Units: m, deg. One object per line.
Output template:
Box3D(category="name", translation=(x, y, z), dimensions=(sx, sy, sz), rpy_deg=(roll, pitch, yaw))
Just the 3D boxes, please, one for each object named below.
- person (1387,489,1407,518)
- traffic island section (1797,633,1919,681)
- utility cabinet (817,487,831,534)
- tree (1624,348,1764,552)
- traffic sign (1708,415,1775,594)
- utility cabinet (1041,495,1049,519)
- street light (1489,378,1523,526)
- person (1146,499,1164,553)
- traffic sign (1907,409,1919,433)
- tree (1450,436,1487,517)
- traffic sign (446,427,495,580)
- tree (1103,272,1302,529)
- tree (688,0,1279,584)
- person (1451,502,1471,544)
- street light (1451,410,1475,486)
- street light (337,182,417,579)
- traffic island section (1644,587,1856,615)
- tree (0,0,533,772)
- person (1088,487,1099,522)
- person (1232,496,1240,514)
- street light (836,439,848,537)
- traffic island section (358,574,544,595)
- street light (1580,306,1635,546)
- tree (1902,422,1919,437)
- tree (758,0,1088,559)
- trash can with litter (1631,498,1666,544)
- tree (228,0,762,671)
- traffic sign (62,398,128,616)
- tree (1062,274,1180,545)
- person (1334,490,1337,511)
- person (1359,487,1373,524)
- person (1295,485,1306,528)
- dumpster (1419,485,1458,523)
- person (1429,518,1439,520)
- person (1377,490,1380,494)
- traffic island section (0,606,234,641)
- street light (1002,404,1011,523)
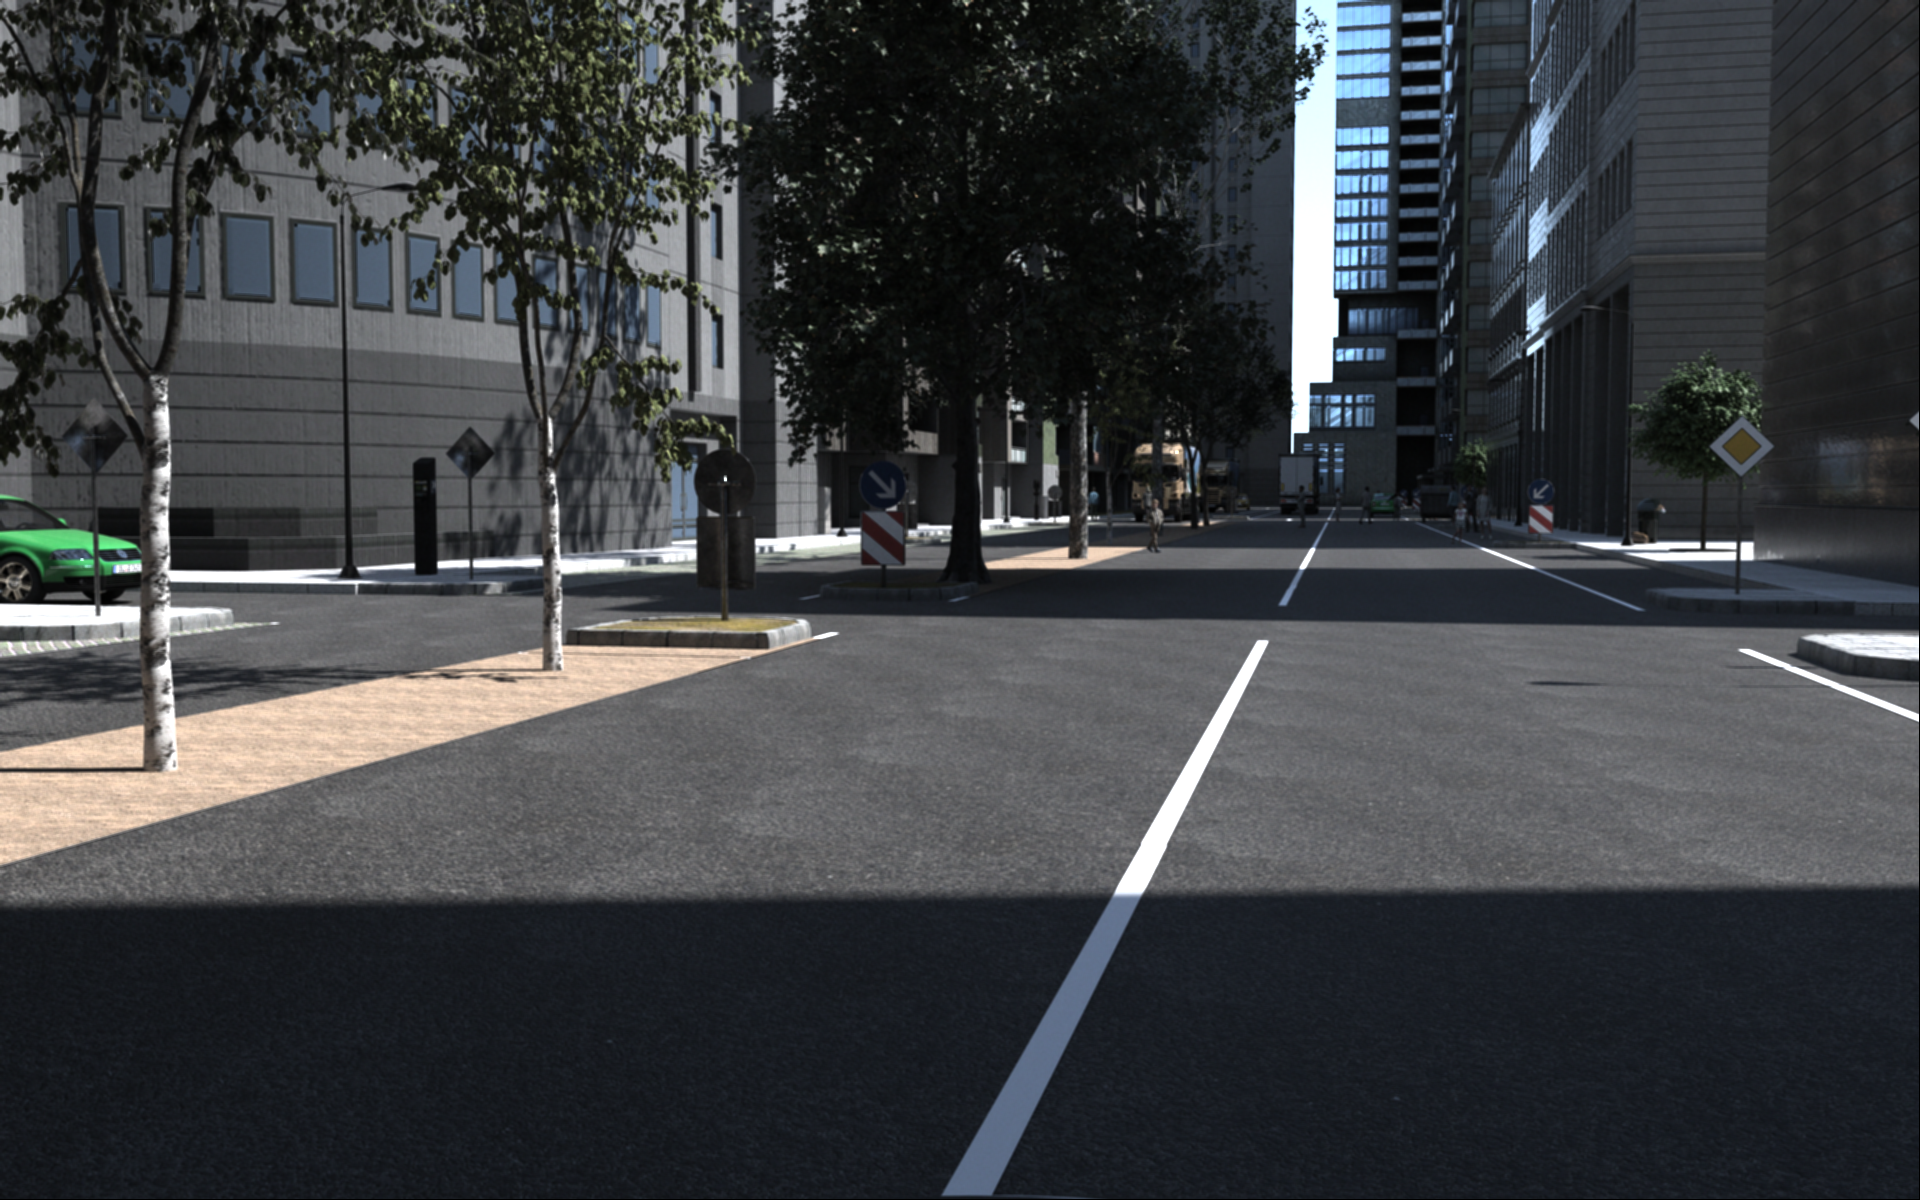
Box3D(category="person", translation=(26.118, -5.763, 103.547), dimensions=(1.217, 1.723, 0.721), rpy_deg=(0, 4, -5))
Box3D(category="traffic island section", translation=(8.251, 0.483, 14.380), dimensions=(2.009, 0.180, 2.903), rpy_deg=(1, 4, 12))
Box3D(category="utility cabinet", translation=(-4.631, -2.831, 54.970), dimensions=(1.173, 1.500, 0.318), rpy_deg=(3, 4, 36))
Box3D(category="tree", translation=(16.801, -3.374, 38.884), dimensions=(4.285, 4.588, 4.351), rpy_deg=(0, 3, 0))
Box3D(category="traffic sign", translation=(9.947, -1.129, 22.106), dimensions=(0.795, 2.450, 0.064), rpy_deg=(1, 4, 12))
Box3D(category="utility cabinet", translation=(4.411, -4.812, 89.833), dimensions=(0.306, 1.237, 1.020), rpy_deg=(0, 4, -6))
Box3D(category="street light", translation=(21.911, -5.934, 69.557), dimensions=(1.470, 5.913, 1.316), rpy_deg=(1, 4, 12))
Box3D(category="person", translation=(4.798, -1.820, 42.528), dimensions=(0.475, 1.303, 0.640), rpy_deg=(-2, 4, -32))
Box3D(category="traffic sign", translation=(8.226, -0.652, 14.308), dimensions=(0.795, 2.450, 0.064), rpy_deg=(1, 4, 12))
Box3D(category="tree", translation=(29.639, -7.036, 98.751), dimensions=(4.285, 4.588, 4.351), rpy_deg=(0, 3, 0))
Box3D(category="traffic sign", translation=(-7.328, -1.363, 25.926), dimensions=(0.795, 2.450, 0.064), rpy_deg=(1, 4, 12))
Box3D(category="tree", translation=(9.633, -8.176, 70.540), dimensions=(8.767, 10.594, 7.601), rpy_deg=(1, 4, 12))
Box3D(category="tree", translation=(0.123, -6.610, 27.546), dimensions=(9.611, 12.733, 9.660), rpy_deg=(0, 3, 0))
Box3D(category="person", translation=(14.356, -2.208, 49.617), dimensions=(0.505, 1.210, 0.382), rpy_deg=(0, 4, 4))
Box3D(category="street light", translation=(27.646, -7.498, 95.127), dimensions=(1.470, 5.913, 1.316), rpy_deg=(1, 4, 12))
Box3D(category="street light", translation=(-8.761, -3.273, 26.058), dimensions=(1.470, 5.913, 1.316), rpy_deg=(1, 4, 12))
Box3D(category="traffic island section", translation=(9.972, 0.006, 22.178), dimensions=(2.009, 0.180, 2.903), rpy_deg=(1, 4, 12))
Box3D(category="tree", translation=(-4.096, -3.431, 8.921), dimensions=(4.360, 8.622, 3.978), rpy_deg=(0, 3, 0))
Box3D(category="person", translation=(6.917, -4.936, 89.547), dimensions=(0.601, 1.785, 0.444), rpy_deg=(0, 4, -5))
Box3D(category="person", translation=(19.940, -7.092, 125.369), dimensions=(0.530, 1.710, 0.541), rpy_deg=(0, 4, -8))
Box3D(category="street light", translation=(-3.021, -4.846, 51.779), dimensions=(1.470, 5.913, 1.316), rpy_deg=(1, 4, 12))
Box3D(category="traffic island section", translation=(-7.352, -0.227, 25.993), dimensions=(2.009, 0.180, 2.903), rpy_deg=(1, 4, 12))
Box3D(category="street light", translation=(16.031, -4.303, 42.902), dimensions=(1.470, 5.913, 1.316), rpy_deg=(1, 4, 12))
Box3D(category="tree", translation=(12.137, -1.564, 20.176), dimensions=(1.663, 3.219, 1.824), rpy_deg=(0, 3, 0))
Box3D(category="tree", translation=(1.609, -11.034, 38.747), dimensions=(12.611, 20.169, 13.585), rpy_deg=(0, 3, 0))
Box3D(category="trash can with litter", translation=(17.763, -2.041, 44.762), dimensions=(0.624, 1.170, 1.055), rpy_deg=(3, 5, 39))
Box3D(category="tree", translation=(-3.302, -3.711, 13.498), dimensions=(4.737, 8.622, 4.395), rpy_deg=(0, 3, 0))
Box3D(category="traffic sign", translation=(-9.049, -0.886, 18.128), dimensions=(0.795, 2.450, 0.064), rpy_deg=(1, 4, 12))
Box3D(category="tree", translation=(4.181, -5.826, 48.082), dimensions=(4.737, 8.622, 4.395), rpy_deg=(0, 3, 0))
Box3D(category="person", translation=(32.210, -8.554, 148.350), dimensions=(0.705, 1.826, 1.348), rpy_deg=(0, 4, 4))
Box3D(category="person", translation=(19.492, -4.551, 83.180), dimensions=(0.850, 1.792, 0.678), rpy_deg=(-3, 4, -39))
Box3D(category="person", translation=(14.576, -4.008, 74.211), dimensions=(0.466, 1.800, 0.511), rpy_deg=(-1, 4, -10))
Box3D(category="dumpster", translation=(23.788, -4.762, 86.080), dimensions=(1.865, 1.857, 1.264), rpy_deg=(1, 4, 12))
Box3D(category="person", translation=(26.106, -5.329, 95.731), dimensions=(0.391, 1.810, 0.635), rpy_deg=(-3, 5, -41))
Box3D(category="person", translation=(31.448, -7.381, 130.096), dimensions=(0.541, 1.710, 0.530), rpy_deg=(-3, 5, -44))
Box3D(category="traffic island section", translation=(-9.074, 0.250, 18.195), dimensions=(2.009, 0.180, 2.903), rpy_deg=(1, 4, 12))
Box3D(category="street light", translation=(2.619, -6.411, 77.359), dimensions=(1.470, 5.913, 1.316), rpy_deg=(1, 4, 12))
